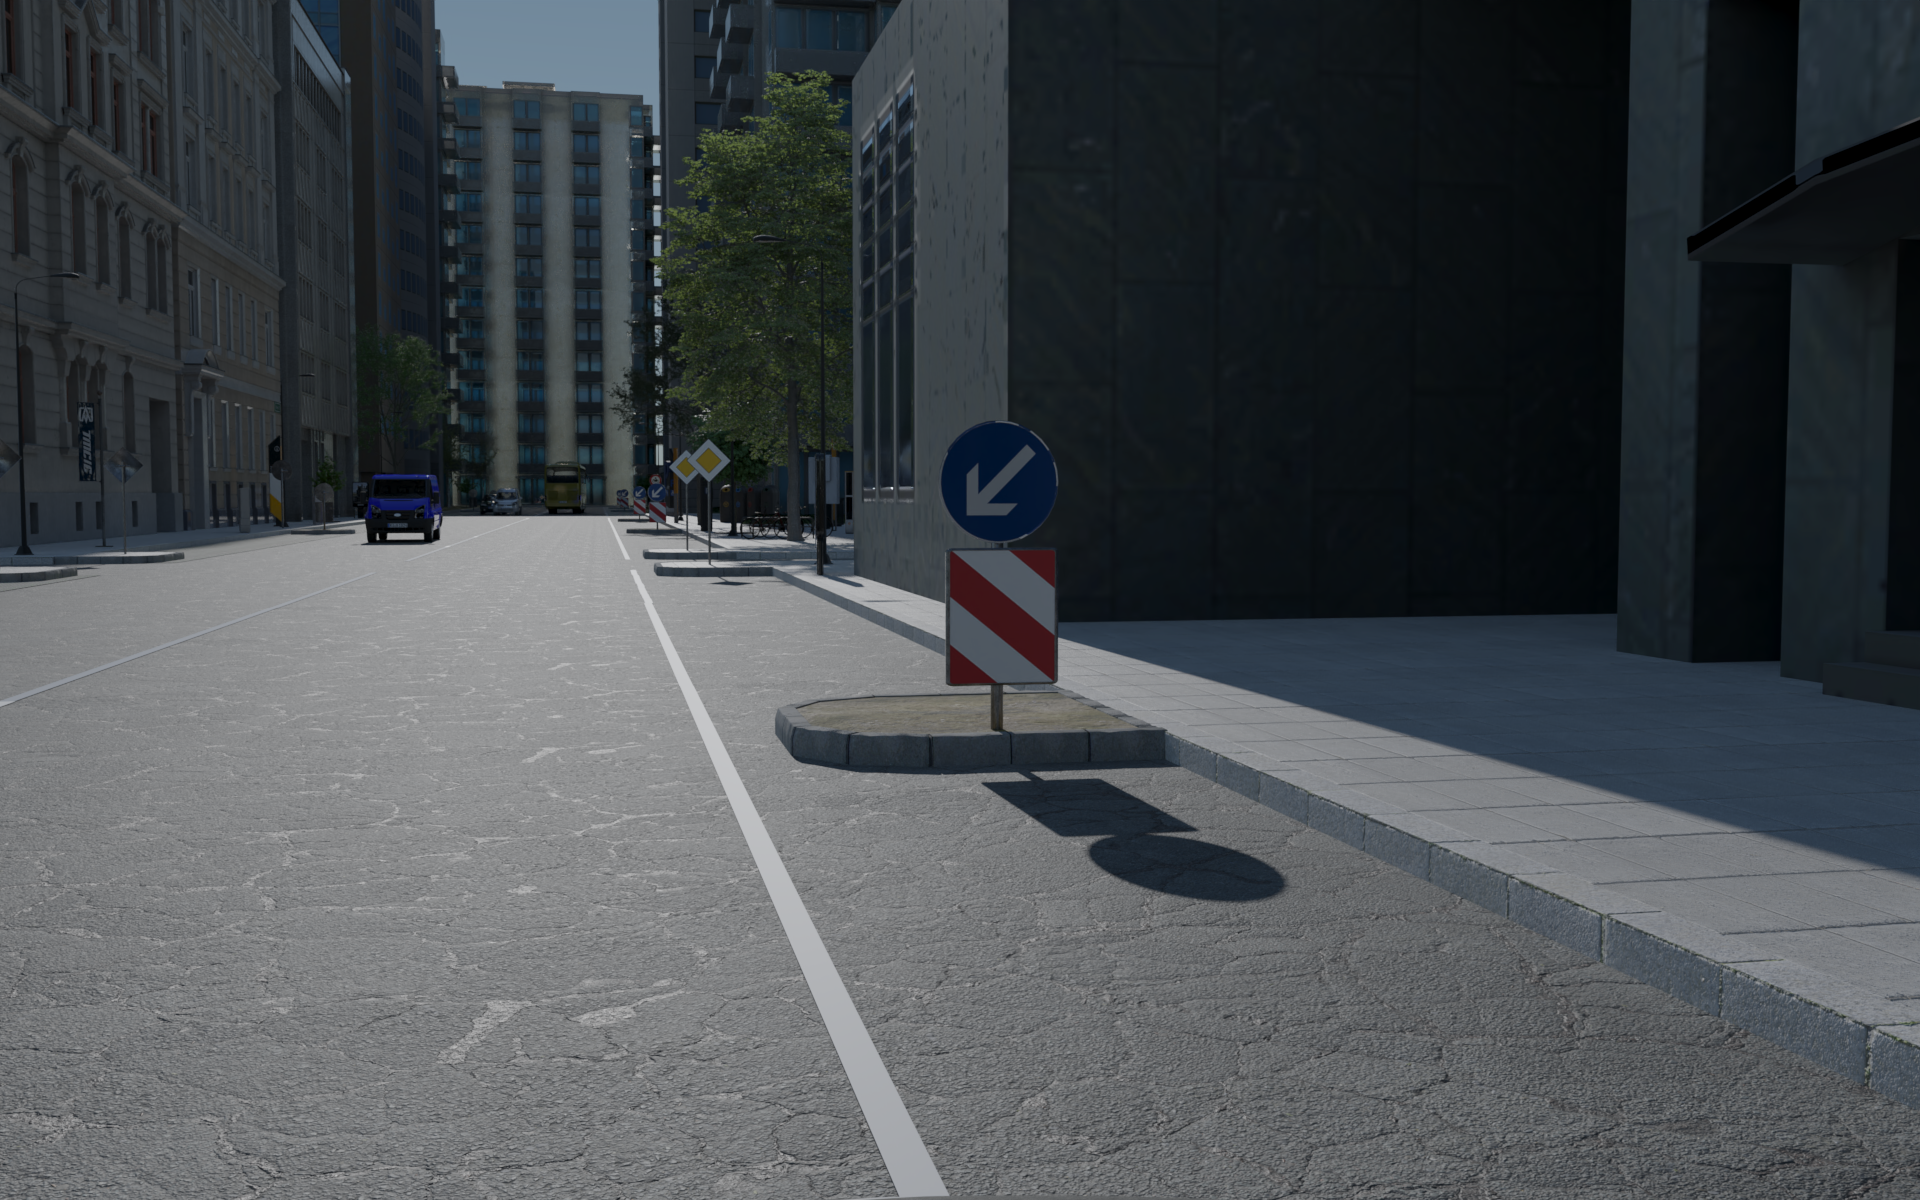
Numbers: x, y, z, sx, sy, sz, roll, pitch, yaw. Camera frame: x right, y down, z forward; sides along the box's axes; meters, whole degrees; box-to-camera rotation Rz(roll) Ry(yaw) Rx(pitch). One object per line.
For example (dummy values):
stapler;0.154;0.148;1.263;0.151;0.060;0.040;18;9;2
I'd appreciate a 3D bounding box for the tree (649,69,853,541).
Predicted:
tree;-4.573;-7.856;46.579;7.486;12.596;7.792;0;3;0

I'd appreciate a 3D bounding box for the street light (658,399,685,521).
street light;-13.903;-6.738;82.714;1.470;5.913;1.316;-1;4;-12

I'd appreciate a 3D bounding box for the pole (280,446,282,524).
pole;-28.767;-4.865;73.385;0.158;3.312;0.155;0;3;0

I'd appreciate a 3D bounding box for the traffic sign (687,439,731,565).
traffic sign;-4.555;-1.700;31.440;0.795;2.450;0.064;-1;4;-12

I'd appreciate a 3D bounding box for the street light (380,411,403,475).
street light;-31.938;-7.629;97.277;1.470;5.913;1.316;-1;4;-12

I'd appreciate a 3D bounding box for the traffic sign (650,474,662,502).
traffic sign;-19.636;-6.830;111.775;0.768;2.556;0.104;0;4;-8

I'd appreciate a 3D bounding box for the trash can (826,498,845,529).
trash can;-4.899;-3.476;68.485;0.748;1.137;0.748;0;3;0

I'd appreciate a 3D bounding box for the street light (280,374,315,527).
street light;-25.600;-5.773;66.931;1.470;5.913;1.316;-1;4;-12

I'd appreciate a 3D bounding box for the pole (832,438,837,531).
pole;-4.351;-4.039;59.878;0.158;3.312;0.155;0;3;0

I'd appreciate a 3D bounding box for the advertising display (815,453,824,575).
advertising display;-2.244;-1.375;27.702;0.123;1.923;0.974;0;4;-6

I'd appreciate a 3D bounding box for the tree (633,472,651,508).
tree;-30.043;-10.269;162.502;1.663;3.219;1.824;0;3;0

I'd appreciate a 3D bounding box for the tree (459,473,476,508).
tree;-45.985;-10.223;161.743;1.663;3.219;1.824;0;3;0

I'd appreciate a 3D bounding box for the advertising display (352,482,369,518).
advertising display;-31.496;-5.250;91.053;0.974;1.923;0.123;1;4;17

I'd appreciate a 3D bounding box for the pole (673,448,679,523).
pole;-12.561;-5.061;76.594;0.158;3.312;0.155;0;3;0

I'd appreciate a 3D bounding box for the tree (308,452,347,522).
tree;-28.875;-5.146;78.744;1.663;3.219;1.824;0;3;0

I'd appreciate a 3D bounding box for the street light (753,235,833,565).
street light;-3.023;-3.597;31.350;1.470;5.913;1.316;-1;4;-12

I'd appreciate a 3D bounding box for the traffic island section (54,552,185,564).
traffic island section;-17.811;-0.895;36.914;2.009;0.180;2.903;-1;4;-12

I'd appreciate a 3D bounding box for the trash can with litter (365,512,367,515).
trash can with litter;-37.001;-5.802;105.922;2.233;1.210;1.678;2;4;31

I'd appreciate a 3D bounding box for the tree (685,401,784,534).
tree;-7.248;-4.441;56.330;4.285;4.588;4.351;0;3;0

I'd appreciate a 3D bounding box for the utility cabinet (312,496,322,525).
utility cabinet;-26.839;-3.739;72.296;0.306;1.237;1.020;-2;4;-26

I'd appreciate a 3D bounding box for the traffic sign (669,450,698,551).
traffic sign;-6.192;-2.178;39.256;0.795;2.450;0.064;-1;4;-12

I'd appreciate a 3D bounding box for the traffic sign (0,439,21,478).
traffic sign;-16.153;-1.553;29.041;0.795;2.450;0.064;-1;4;-12

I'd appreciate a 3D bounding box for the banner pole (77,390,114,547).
banner pole;-20.845;-3.159;41.667;0.401;3.779;0.863;2;4;26

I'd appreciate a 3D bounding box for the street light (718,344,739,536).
street light;-7.434;-4.881;52.352;1.470;5.913;1.316;-1;4;-12

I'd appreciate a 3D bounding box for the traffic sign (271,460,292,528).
traffic sign;-25.403;-3.963;64.904;0.768;2.556;0.104;0;4;-4

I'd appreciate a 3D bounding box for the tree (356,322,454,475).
tree;-34.487;-10.995;105.517;9.928;11.665;9.643;0;3;0

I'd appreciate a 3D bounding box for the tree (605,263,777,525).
tree;-10.966;-8.340;70.777;7.601;10.594;8.767;-3;4;-37

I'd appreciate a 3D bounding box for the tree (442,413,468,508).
tree;-45.987;-12.539;155.370;4.737;8.622;4.395;0;3;0

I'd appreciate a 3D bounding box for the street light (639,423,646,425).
street light;-20.230;-8.595;113.063;1.470;5.913;1.316;-1;4;-12

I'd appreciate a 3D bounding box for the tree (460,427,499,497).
tree;-51.490;-14.415;186.047;4.360;8.622;3.978;0;3;0

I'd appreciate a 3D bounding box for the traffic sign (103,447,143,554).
traffic sign;-17.790;-2.031;36.857;0.795;2.450;0.064;-1;4;-12

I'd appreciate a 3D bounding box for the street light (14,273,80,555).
street light;-19.169;-3.905;36.386;1.470;5.913;1.316;-1;4;-12

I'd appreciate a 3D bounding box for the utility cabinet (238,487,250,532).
utility cabinet;-23.838;-2.996;57.660;0.318;1.500;1.173;-2;4;-25
